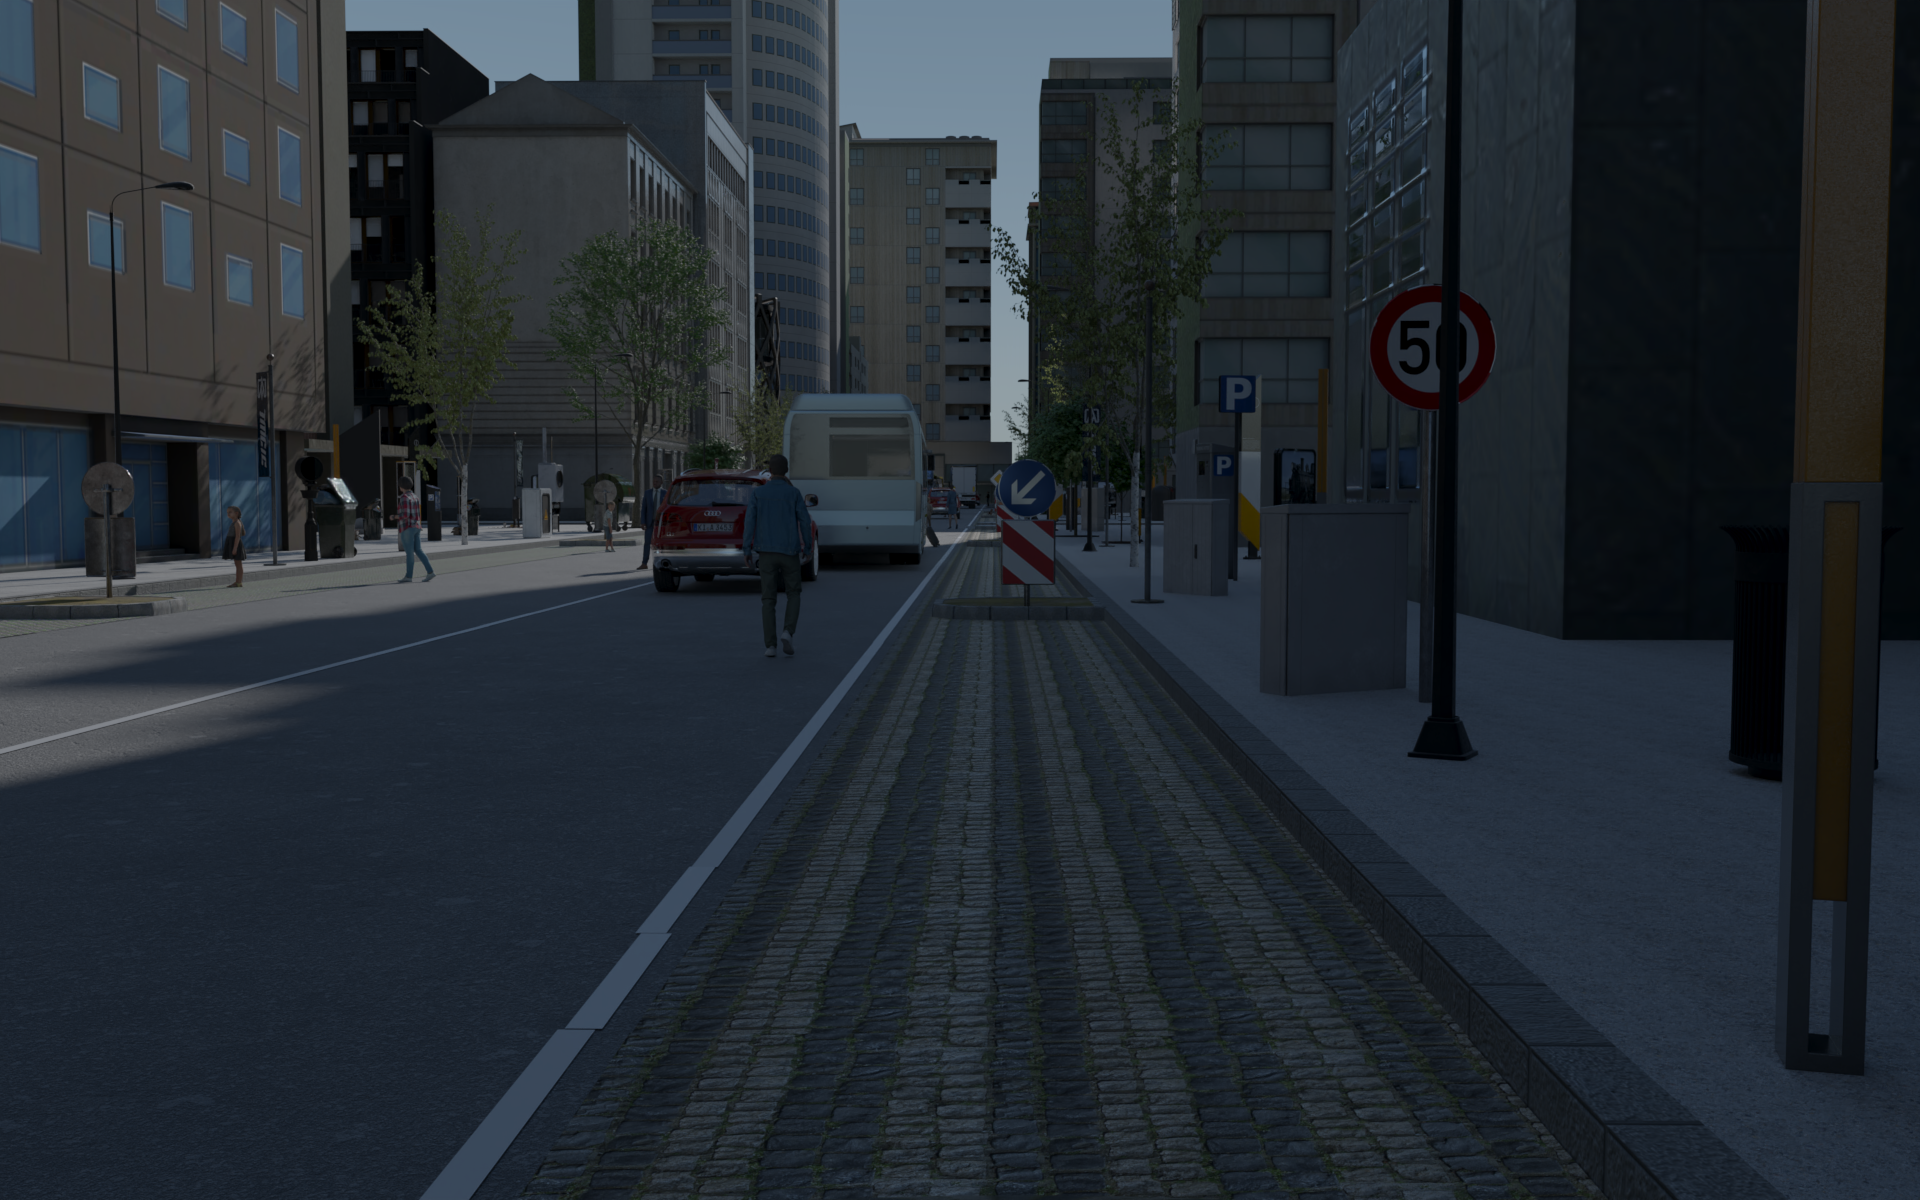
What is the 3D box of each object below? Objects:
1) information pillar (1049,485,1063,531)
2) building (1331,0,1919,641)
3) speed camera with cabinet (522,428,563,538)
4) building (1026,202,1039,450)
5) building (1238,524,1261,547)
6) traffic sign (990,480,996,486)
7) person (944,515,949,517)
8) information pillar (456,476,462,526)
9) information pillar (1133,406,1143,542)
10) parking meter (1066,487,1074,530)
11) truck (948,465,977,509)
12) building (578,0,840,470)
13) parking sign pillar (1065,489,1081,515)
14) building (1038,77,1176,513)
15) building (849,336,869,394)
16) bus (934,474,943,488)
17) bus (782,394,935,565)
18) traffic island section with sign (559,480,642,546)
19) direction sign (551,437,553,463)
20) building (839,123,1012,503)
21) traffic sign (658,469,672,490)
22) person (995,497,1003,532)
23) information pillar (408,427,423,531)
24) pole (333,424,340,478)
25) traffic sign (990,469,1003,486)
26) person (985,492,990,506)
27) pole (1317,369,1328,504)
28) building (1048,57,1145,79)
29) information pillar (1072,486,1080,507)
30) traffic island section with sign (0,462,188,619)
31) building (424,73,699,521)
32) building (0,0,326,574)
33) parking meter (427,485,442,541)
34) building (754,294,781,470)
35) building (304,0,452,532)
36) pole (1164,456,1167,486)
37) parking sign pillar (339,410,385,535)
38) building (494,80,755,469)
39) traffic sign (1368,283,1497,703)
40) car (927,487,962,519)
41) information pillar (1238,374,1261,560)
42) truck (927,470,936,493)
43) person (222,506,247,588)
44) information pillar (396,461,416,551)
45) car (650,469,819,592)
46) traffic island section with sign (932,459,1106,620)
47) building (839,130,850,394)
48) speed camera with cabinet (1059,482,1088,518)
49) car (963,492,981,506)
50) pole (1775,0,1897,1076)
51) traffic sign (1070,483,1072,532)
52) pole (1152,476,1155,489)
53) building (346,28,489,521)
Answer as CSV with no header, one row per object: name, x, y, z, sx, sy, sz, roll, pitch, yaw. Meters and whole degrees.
information pillar,3.333,-4.217,60.297,0.504,3.616,0.183,0,4,-6
building,16.356,-42.490,7.376,22.319,86.520,31.000,0,4,1
speed camera with cabinet,-12.257,-3.461,50.919,0.660,3.252,2.038,0,4,6
building,22.392,-36.410,249.923,28.867,44.769,22.147,0,4,1
building,12.865,-22.230,47.056,14.154,41.232,14.086,0,4,1
traffic sign,1.757,-4.568,78.322,0.795,2.450,0.064,0,4,1
person,-0.776,-6.022,107.162,0.606,1.804,0.583,-2,4,-28
information pillar,-20.301,-4.039,70.530,0.304,2.012,0.304,-2,4,-30
information pillar,4.767,-3.376,46.545,0.183,3.616,0.504,-1,4,-14
parking meter,3.960,-3.259,61.693,0.372,1.533,0.369,0,3,0
truck,0.299,-11.215,172.283,2.839,4.237,11.283,0,4,-1
building,-23.310,-38.229,167.049,21.231,58.520,28.212,0,4,1
parking sign pillar,6.980,-7.250,107.002,1.447,3.967,1.447,-2,4,-24
building,12.578,-21.549,124.019,14.160,30.474,14.107,0,4,1
building,-26.675,-22.522,213.278,28.899,21.520,27.650,0,4,1
bus,-3.636,-13.270,208.504,2.896,3.916,12.252,0,4,3
bus,-2.049,-2.661,38.368,2.948,3.499,13.247,0,4,-1
traffic island section with sign,-9.918,-2.415,48.111,1.989,1.847,2.006,0,4,1
direction sign,-16.143,-4.681,68.531,0.379,3.537,0.876,-1,4,-11
building,-6.183,-40.653,253.907,27.495,52.752,28.713,0,4,1
traffic sign,-12.004,-4.182,70.499,0.606,2.300,0.079,0,4,2
person,1.570,-3.429,65.565,0.512,1.701,0.522,0,4,1
information pillar,-19.014,-4.221,60.374,0.183,3.616,0.504,2,4,28
pole,-18.249,-3.479,50.731,0.158,3.312,0.155,0,3,0
traffic sign,1.603,-4.079,70.338,0.795,2.450,0.064,0,4,1
person,3.169,-11.704,200.683,0.721,1.723,1.217,2,4,24
pole,5.919,-2.107,28.300,0.158,3.312,0.155,0,3,0
building,15.368,-29.510,166.090,14.154,41.232,14.086,0,4,1
information pillar,7.062,-6.977,105.430,0.504,3.616,0.183,1,4,21
traffic island section with sign,-10.441,-0.737,20.686,1.989,1.847,2.006,0,4,1
building,-19.970,-14.754,90.381,9.793,20.994,18.267,0,4,1
building,-21.738,-23.356,31.974,14.600,45.320,14.200,0,4,1
parking meter,-14.394,-2.385,47.411,0.372,1.533,0.369,0,3,0
building,-21.998,-16.002,129.088,16.820,18.784,16.811,0,4,1
building,-34.705,-24.599,56.826,28.867,44.769,22.147,0,4,1
pole,11.011,-6.063,92.965,0.158,3.312,0.155,0,3,0
parking sign pillar,-19.179,-4.090,55.345,1.447,3.967,1.447,-1,4,-13
building,-20.335,-17.818,109.339,12.078,24.808,19.932,0,4,1
traffic sign,2.868,-0.642,10.595,0.768,2.556,0.104,0,4,4
car,-1.016,-5.613,100.448,2.281,1.827,5.304,0,4,-1
information pillar,5.676,-2.600,33.865,0.504,3.616,0.183,-2,4,-29
truck,-3.712,-11.577,179.036,2.967,4.110,18.799,0,4,1
person,-11.084,-0.811,26.432,0.373,1.253,0.362,-2,4,-33
information pillar,-12.415,-2.102,38.859,0.304,2.012,0.304,3,5,40
car,-3.402,-1.111,26.846,2.281,1.827,5.304,0,4,1
traffic island section with sign,0.676,-0.724,20.462,1.989,1.847,2.006,0,4,1
building,-19.644,-30.930,189.300,14.154,41.232,14.086,0,4,1
speed camera with cabinet,6.130,-6.123,94.442,2.038,3.252,0.660,-3,4,-37
car,1.450,-12.595,214.604,2.281,1.827,5.304,0,4,3
pole,1.938,-0.610,3.811,0.158,3.312,0.155,0,3,0
traffic sign,3.777,-3.598,58.927,0.768,2.556,0.104,1,4,10
pole,12.757,-7.369,114.325,0.158,3.312,0.155,0,3,0
building,-33.091,-15.735,86.938,15.834,23.373,12.332,0,4,1
